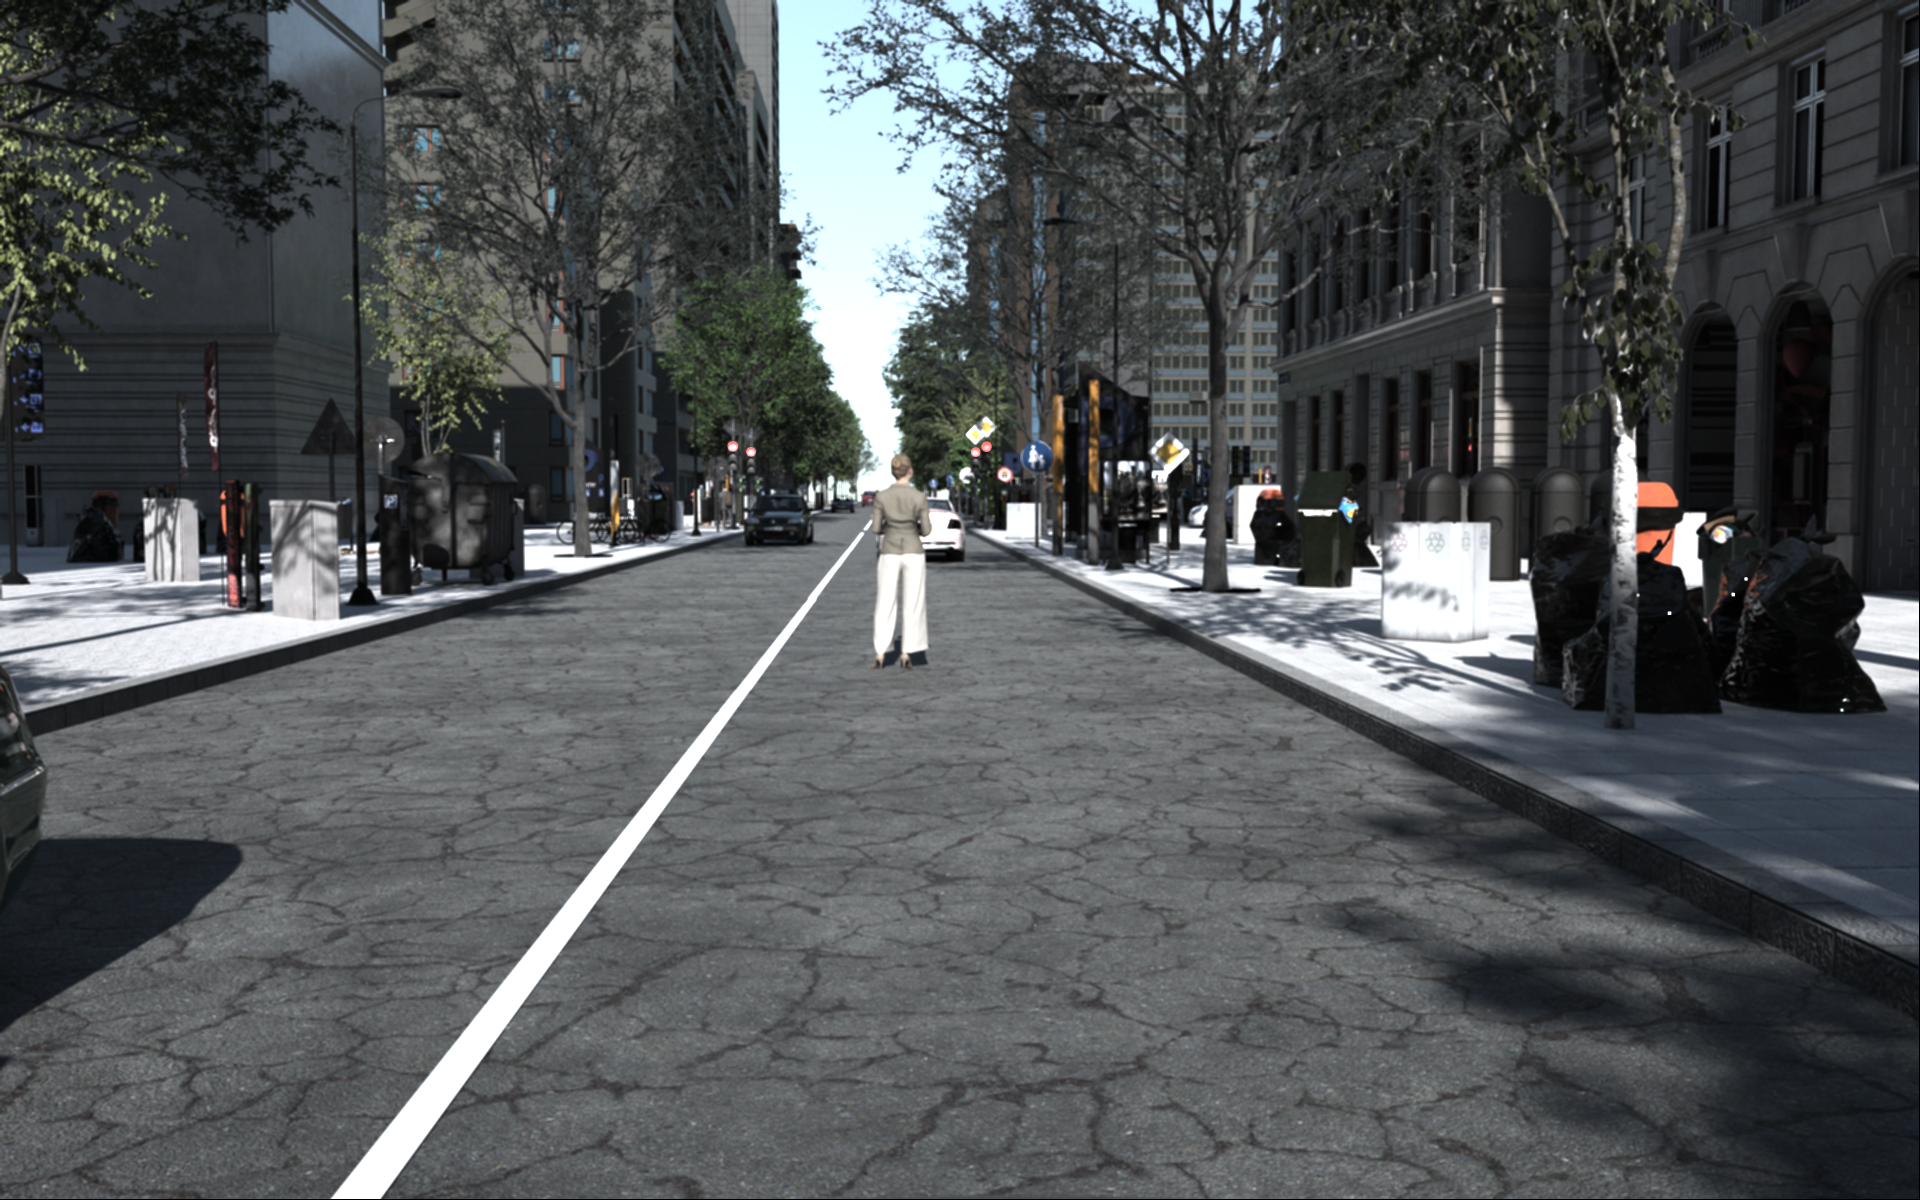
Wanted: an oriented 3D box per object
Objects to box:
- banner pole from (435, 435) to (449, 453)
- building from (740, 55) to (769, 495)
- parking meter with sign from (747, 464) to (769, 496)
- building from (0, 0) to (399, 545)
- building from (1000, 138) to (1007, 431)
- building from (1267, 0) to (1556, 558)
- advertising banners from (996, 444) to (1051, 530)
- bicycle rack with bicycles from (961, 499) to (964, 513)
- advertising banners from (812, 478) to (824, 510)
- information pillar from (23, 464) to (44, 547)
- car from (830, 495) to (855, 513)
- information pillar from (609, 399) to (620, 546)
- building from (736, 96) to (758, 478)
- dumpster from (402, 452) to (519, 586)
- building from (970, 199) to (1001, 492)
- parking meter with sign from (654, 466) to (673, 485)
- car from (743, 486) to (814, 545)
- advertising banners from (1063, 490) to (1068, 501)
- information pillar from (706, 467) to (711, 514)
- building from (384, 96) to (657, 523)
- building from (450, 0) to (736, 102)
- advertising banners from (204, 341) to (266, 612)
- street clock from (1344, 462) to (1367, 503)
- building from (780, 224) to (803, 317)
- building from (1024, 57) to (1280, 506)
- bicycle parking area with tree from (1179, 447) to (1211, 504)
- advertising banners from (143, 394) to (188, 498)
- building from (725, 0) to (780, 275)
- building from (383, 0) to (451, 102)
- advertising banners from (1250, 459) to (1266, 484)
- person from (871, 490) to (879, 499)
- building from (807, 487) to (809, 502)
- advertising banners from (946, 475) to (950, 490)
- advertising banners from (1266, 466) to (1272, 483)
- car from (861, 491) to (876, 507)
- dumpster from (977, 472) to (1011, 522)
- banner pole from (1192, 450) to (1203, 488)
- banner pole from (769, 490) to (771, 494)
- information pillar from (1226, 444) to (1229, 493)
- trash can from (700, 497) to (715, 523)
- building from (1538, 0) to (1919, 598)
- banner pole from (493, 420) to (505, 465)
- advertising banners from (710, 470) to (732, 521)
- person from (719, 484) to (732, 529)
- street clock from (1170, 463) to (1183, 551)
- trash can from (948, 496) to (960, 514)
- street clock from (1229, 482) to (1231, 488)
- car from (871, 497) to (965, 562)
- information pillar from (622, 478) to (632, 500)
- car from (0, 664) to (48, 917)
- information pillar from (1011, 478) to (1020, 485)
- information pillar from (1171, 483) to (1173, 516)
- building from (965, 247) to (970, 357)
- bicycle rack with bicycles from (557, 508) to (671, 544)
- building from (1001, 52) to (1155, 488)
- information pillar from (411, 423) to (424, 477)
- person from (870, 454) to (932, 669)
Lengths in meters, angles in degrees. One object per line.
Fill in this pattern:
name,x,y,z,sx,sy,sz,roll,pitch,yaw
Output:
banner pole,-21.713,-5.065,72.834,0.401,3.779,0.863,3,4,37
building,-32.350,-34.649,190.211,21.300,48.544,21.600,0,4,-2
parking meter with sign,-11.612,-6.173,97.188,1.738,3.016,0.543,-1,4,-15
building,-27.284,-12.949,47.881,21.152,22.565,11.583,0,4,-2
building,16.048,-33.281,198.770,22.147,44.769,28.867,0,4,-2
building,15.302,-12.713,44.011,11.583,22.565,21.152,0,4,-2
advertising banners,2.246,-3.976,61.203,2.074,3.025,0.090,2,4,23
bicycle rack with bicycles,0.457,-6.224,115.149,2.925,0.926,2.852,0,4,7
advertising banners,-11.662,-8.929,142.170,0.090,3.025,2.074,-2,4,-31
information pillar,-22.549,-2.304,42.162,0.304,2.012,0.304,0,4,-6
car,-9.027,-7.388,133.375,1.945,1.354,3.894,0,4,-2
information pillar,-8.476,-3.126,42.470,0.183,3.616,0.504,-2,4,-25
building,-27.658,-29.920,172.794,14.154,41.232,14.086,0,4,-2
dumpster,-7.128,-1.163,24.779,1.264,1.857,1.865,0,4,-2
building,9.298,-36.985,254.822,14.600,45.320,14.200,0,4,-2
parking meter with sign,-18.321,-6.874,108.656,0.543,3.016,1.738,1,4,20
car,-5.150,-2.430,49.519,2.009,1.686,4.222,0,4,-1
advertising banners,4.178,-3.948,60.740,2.074,3.025,0.090,-2,4,-30
information pillar,-13.981,-6.419,96.301,0.183,3.616,0.504,1,4,15
building,-31.813,-15.023,90.669,27.650,21.520,28.899,0,4,-2
building,-31.466,-32.461,154.437,21.300,48.544,21.600,0,4,-2
advertising banners,-8.168,-1.422,19.442,0.090,3.025,2.074,-3,4,-37
street clock,9.023,-2.141,39.576,0.471,2.002,0.358,-1,4,-20
building,-36.085,-37.725,271.429,22.147,44.769,28.867,0,4,-2
building,22.354,-28.544,158.570,32.217,40.220,23.993,0,4,-2
bicycle parking area with tree,12.578,-7.324,106.749,8.231,4.147,9.016,2,4,25
advertising banners,-13.582,-2.051,29.729,0.090,3.025,2.074,0,4,-5
building,-33.847,-49.393,245.832,20.563,71.187,20.611,0,4,-2
building,-30.662,-30.890,128.745,21.300,48.544,21.600,0,4,-2
advertising banners,14.846,-5.543,86.815,0.090,3.025,2.074,2,4,28
person,-8.493,-10.373,177.726,1.348,1.869,0.705,-3,4,-36
building,-33.111,-31.937,293.876,14.160,30.474,14.107,0,4,-2
advertising banners,-0.421,-7.576,120.056,0.090,3.025,2.074,2,4,34
advertising banners,18.714,-6.895,108.920,0.090,3.025,2.074,-3,5,-41
car,-10.198,-11.559,197.654,2.281,1.827,5.304,0,4,-2
dumpster,1.503,-4.584,77.446,1.502,2.255,1.985,0,4,-2
banner pole,11.945,-5.965,87.548,0.401,3.779,0.863,-3,5,-40
banner pole,-11.525,-7.031,104.967,0.401,3.779,0.863,0,4,-7
information pillar,10.646,-4.804,69.892,0.504,3.616,0.183,-3,4,-36
trash can,-10.811,-3.840,74.440,0.748,1.137,0.748,0,3,0
building,17.515,-10.973,21.211,13.314,21.916,24.055,0,4,-2
banner pole,-15.633,-4.212,58.883,0.863,3.779,0.401,3,5,43
advertising banners,-11.280,-5.283,82.572,0.090,3.025,2.074,2,4,26
person,-8.934,-3.522,66.052,0.622,1.834,0.822,-1,4,-17
street clock,4.862,-2.116,39.163,0.358,2.002,0.471,2,4,24
trash can,-0.398,-5.939,108.753,0.748,1.137,0.748,0,3,0
street clock,14.846,-5.635,96.694,0.471,2.002,0.358,-1,4,-8
car,-0.900,-1.572,38.060,2.083,1.381,4.827,0,4,-3
information pillar,-15.486,-4.655,80.600,0.304,2.012,0.304,1,4,20
car,-3.437,0.542,2.942,2.131,1.459,4.920,0,4,-2
information pillar,2.484,-4.493,77.952,0.304,2.012,0.304,2,4,27
information pillar,10.296,-4.944,85.323,0.304,2.012,0.304,-1,4,-16
building,12.114,-38.900,290.643,22.147,44.769,28.867,0,4,-2
bicycle rack with bicycles,-9.047,-1.955,45.352,2.925,0.926,2.852,-1,4,-12
building,12.177,-32.231,177.092,14.600,45.320,14.200,0,4,-2
information pillar,-17.838,-4.013,56.973,0.504,3.616,0.183,2,4,29
person,-0.473,-0.316,14.222,0.519,1.759,0.362,0,4,6
